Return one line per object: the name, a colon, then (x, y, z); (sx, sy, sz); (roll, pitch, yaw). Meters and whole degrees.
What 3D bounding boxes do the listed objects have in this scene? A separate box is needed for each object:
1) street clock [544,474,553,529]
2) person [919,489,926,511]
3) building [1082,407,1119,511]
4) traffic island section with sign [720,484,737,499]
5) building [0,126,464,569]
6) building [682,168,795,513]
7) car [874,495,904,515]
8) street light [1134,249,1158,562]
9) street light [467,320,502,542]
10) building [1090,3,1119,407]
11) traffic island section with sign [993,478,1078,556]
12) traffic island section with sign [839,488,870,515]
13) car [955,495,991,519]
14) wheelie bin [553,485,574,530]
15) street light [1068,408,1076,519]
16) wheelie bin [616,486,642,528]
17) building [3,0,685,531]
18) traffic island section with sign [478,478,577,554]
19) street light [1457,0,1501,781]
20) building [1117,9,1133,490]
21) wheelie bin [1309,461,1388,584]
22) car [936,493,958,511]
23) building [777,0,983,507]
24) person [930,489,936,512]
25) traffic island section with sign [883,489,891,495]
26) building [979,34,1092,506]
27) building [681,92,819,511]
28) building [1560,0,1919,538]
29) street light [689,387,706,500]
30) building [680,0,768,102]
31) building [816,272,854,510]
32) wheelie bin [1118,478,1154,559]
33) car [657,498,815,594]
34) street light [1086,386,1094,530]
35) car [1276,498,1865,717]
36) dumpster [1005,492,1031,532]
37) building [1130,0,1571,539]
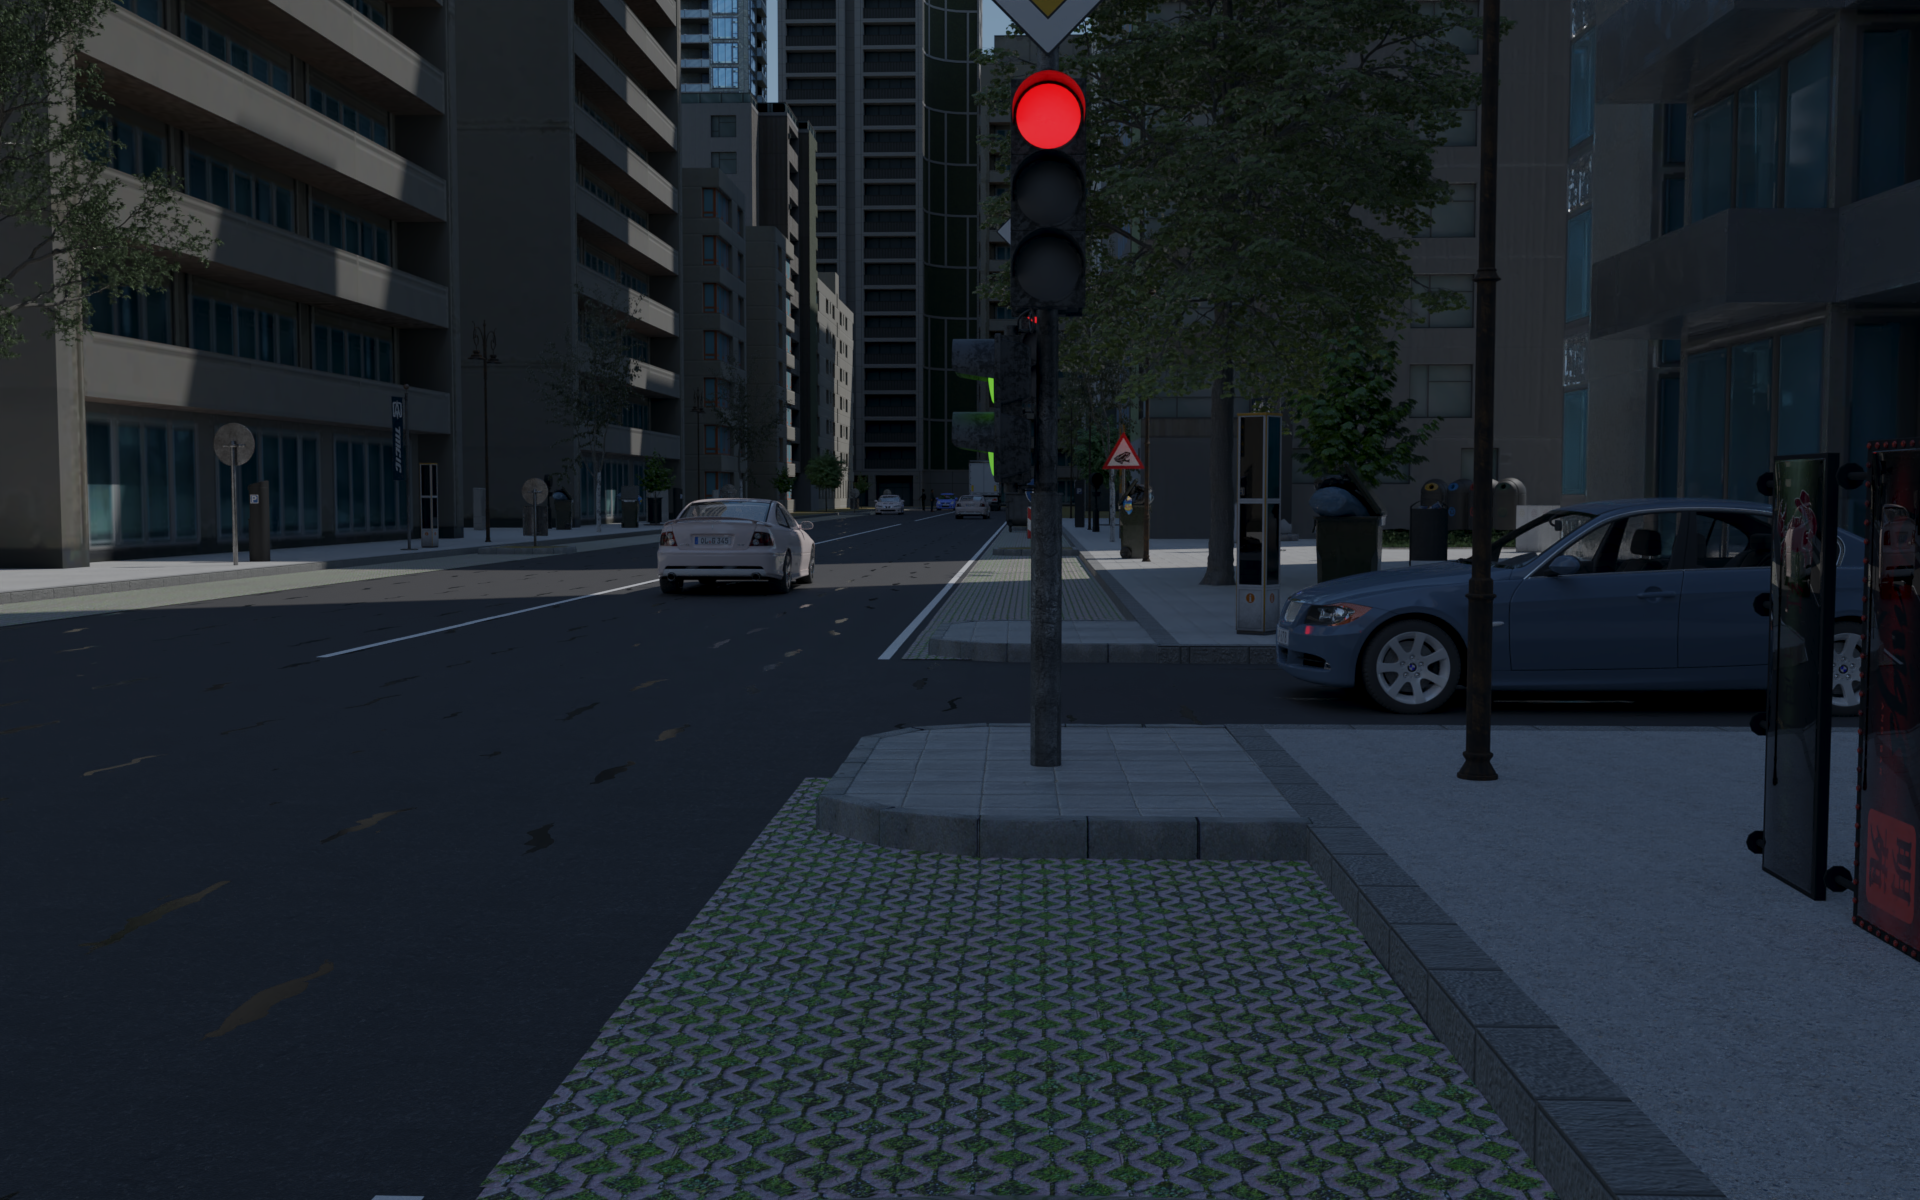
street clock: (-15.139, -3.619, 63.736); (0.358, 2.002, 0.471); (0, 4, -1)
person: (-3.094, -8.366, 144.917); (0.705, 1.869, 1.348); (2, 4, 24)
building: (20.216, -49.374, 119.936); (22.319, 86.520, 31.000); (0, 4, 2)
traffic island section with sign: (-9.233, -3.686, 68.888); (1.989, 1.847, 2.006); (0, 4, 2)
building: (-25.566, -25.405, 39.078); (21.300, 48.544, 21.600); (0, 4, 2)
building: (-25.966, -16.021, 106.987); (27.650, 21.520, 28.899); (0, 4, 2)
car: (-4.900, -6.634, 120.833); (2.083, 1.381, 4.827); (0, 4, 1)
street light: (3.531, -3.662, 32.658); (0.468, 5.910, 1.993); (0, 4, 2)
street light: (-12.603, -4.483, 46.078); (0.468, 5.910, 1.993); (0, 4, 2)
building: (25.201, -34.296, 149.979); (28.713, 52.752, 27.495); (0, 4, 2)
traffic island section with sign: (1.772, -1.965, 40.762); (1.989, 1.847, 2.006); (0, 4, 2)
traffic island section with sign: (-7.173, -6.712, 118.363); (1.989, 1.847, 2.006); (0, 4, 2)
car: (0.744, -5.370, 100.168); (2.083, 1.381, 4.827); (0, 4, 4)
wheelie bin: (-14.231, -3.316, 62.128); (0.693, 1.594, 0.980); (0, 4, -7)
street light: (5.827, -7.213, 90.721); (0.468, 5.910, 1.993); (0, 4, 2)
wheelie bin: (-12.540, -3.536, 65.718); (0.980, 1.594, 0.693); (0, 4, -5)
building: (-24.820, -27.611, 75.142); (21.300, 48.544, 21.600); (0, 4, 2)
traffic island section with sign: (-10.353, -2.026, 41.750); (1.989, 1.847, 2.006); (0, 4, 2)
street light: (2.339, -2.132, 7.649); (0.468, 5.910, 1.993); (0, 4, 2)
building: (16.265, -27.425, 98.517); (14.600, 45.320, 14.200); (0, 4, 2)
wheelie bin: (3.709, -0.530, 16.571); (0.693, 1.594, 0.980); (1, 4, 18)
car: (-1.127, -8.716, 152.094); (1.945, 1.707, 3.694); (0, 4, 4)
building: (-8.113, -45.744, 186.169); (20.611, 71.187, 20.563); (0, 4, 2)
person: (-2.193, -7.948, 138.476); (0.705, 1.821, 1.348); (1, 4, 13)
traffic island section with sign: (-6.062, -8.363, 145.368); (1.989, 1.847, 2.006); (0, 4, 2)
building: (13.018, -34.456, 187.052); (21.600, 48.544, 21.300); (0, 4, 2)
building: (-18.363, -21.810, 128.292); (14.160, 30.474, 14.107); (0, 4, 2)
building: (24.637, -24.716, 23.714); (30.456, 49.044, 23.786); (0, 4, 2)
street light: (-11.312, -6.248, 74.945); (0.468, 5.910, 1.993); (0, 4, 2)
building: (-33.867, -53.504, 187.460); (31.000, 86.520, 22.319); (0, 4, 2)
building: (-25.203, -18.822, 152.771); (28.899, 21.520, 27.650); (0, 4, 2)
wheelie bin: (3.513, -1.631, 34.579); (0.693, 1.594, 0.980); (1, 4, 9)
car: (-3.334, -0.854, 26.325); (2.083, 1.381, 4.827); (0, 4, 2)
street light: (4.638, -5.446, 61.836); (0.468, 5.910, 1.993); (0, 4, 2)
car: (4.464, 0.001, 11.983); (4.499, 1.417, 2.014); (0, 4, 2)
dumpster: (2.599, -3.462, 64.824); (1.865, 1.857, 1.264); (0, 4, 3)
building: (12.437, -22.701, 54.748); (14.154, 41.232, 14.086); (0, 4, 2)
